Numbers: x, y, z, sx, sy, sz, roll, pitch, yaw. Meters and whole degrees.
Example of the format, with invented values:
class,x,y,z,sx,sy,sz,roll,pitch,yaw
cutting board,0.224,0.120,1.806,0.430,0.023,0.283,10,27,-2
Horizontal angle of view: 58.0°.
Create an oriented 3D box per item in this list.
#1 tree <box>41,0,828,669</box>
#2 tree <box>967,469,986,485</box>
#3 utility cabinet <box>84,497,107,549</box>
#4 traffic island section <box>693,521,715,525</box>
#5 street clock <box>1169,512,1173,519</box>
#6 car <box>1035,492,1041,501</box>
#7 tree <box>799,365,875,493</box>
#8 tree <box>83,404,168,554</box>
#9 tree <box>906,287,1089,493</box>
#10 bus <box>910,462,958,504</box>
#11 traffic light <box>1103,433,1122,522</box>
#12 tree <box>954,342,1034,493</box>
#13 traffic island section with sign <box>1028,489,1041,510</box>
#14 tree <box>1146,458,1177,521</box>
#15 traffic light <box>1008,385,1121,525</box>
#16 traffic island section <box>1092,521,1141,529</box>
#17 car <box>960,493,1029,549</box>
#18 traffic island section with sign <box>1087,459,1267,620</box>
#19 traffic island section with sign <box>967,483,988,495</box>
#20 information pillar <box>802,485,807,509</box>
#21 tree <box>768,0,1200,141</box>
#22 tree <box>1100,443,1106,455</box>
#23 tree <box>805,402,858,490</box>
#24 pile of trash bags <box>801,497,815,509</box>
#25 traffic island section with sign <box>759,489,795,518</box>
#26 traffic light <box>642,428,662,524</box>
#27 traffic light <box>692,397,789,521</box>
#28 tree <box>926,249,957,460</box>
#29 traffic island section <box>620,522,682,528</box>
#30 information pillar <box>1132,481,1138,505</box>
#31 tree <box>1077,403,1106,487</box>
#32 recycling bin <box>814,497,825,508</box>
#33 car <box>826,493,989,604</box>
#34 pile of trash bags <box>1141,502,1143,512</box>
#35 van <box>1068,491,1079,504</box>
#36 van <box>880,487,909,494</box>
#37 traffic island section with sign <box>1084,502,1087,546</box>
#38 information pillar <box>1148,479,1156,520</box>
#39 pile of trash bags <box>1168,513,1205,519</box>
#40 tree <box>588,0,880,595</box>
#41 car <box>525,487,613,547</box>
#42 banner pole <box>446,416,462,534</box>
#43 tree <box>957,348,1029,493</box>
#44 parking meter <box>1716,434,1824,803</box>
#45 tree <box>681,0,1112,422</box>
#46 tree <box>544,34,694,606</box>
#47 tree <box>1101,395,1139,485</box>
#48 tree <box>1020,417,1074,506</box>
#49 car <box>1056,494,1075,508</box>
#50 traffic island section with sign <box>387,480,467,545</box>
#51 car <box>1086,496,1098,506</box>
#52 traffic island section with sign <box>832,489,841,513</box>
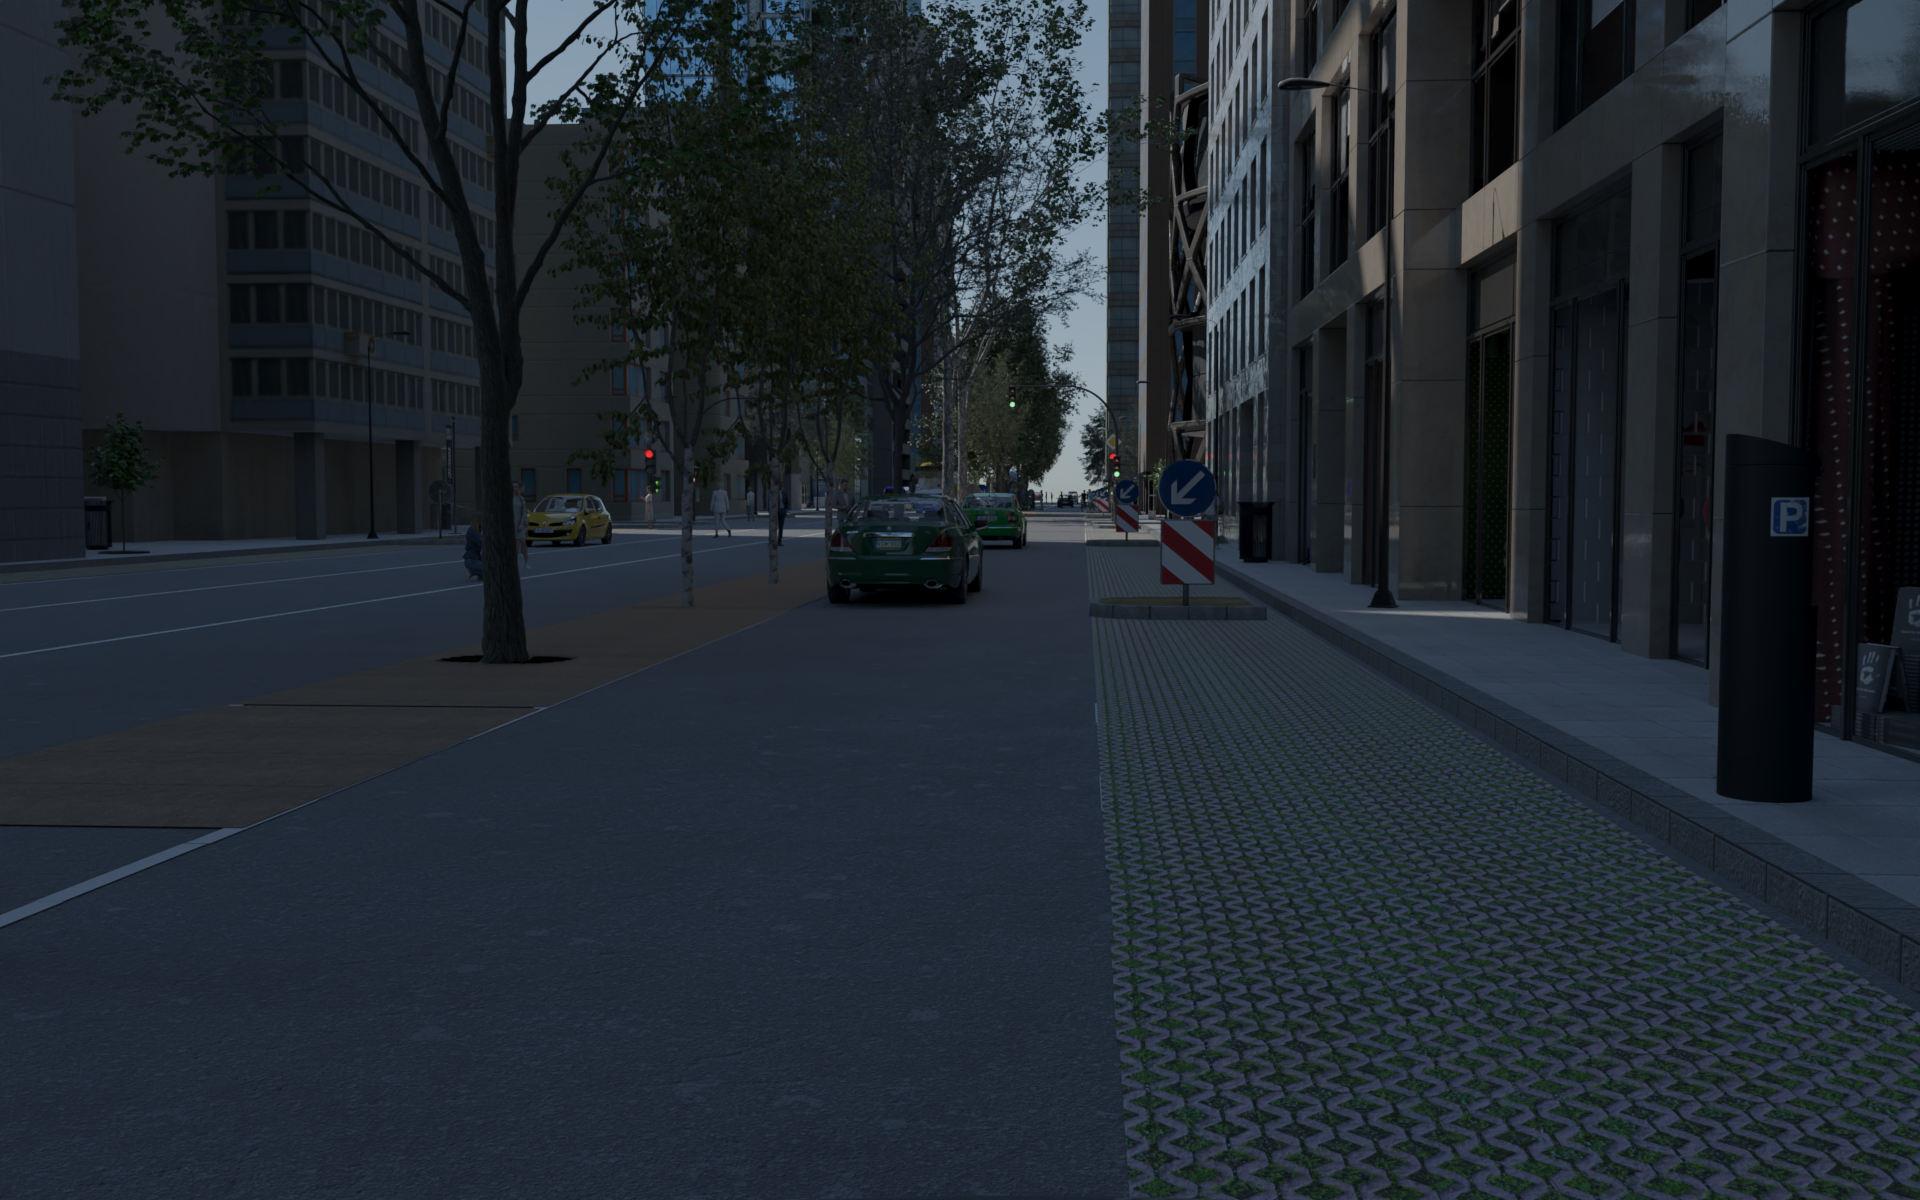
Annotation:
class,x,y,z,sx,sy,sz,roll,pitch,yaw
tree,-3.968,-5.278,14.503,9.928,11.665,9.643,0,3,0
tree,1.883,-24.276,315.038,7.486,12.596,7.792,0,3,0
utility cabinet,-20.685,-1.813,40.802,1.020,1.237,0.306,0,4,-7
traffic island section,-12.585,-3.634,81.696,2.009,0.180,2.903,0,4,4
street clock,10.727,-5.099,87.945,0.358,2.002,0.471,2,4,30
car,13.507,-18.141,305.284,2.281,1.827,5.304,0,4,5
tree,-11.278,-14.305,152.009,7.486,12.596,7.792,0,3,0
tree,-17.963,-2.618,37.403,1.663,3.219,1.824,0,3,0
tree,2.104,-10.628,93.229,9.611,12.733,9.660,0,3,0
bus,-1.699,-8.863,136.449,2.896,3.916,12.252,0,4,6
traffic light,7.067,-5.582,80.189,0.839,4.253,0.868,0,4,4
tree,1.527,-7.868,81.464,4.360,8.622,3.978,0,3,0
traffic island section with sign,6.341,-9.003,155.341,2.006,1.907,1.989,0,4,4
tree,10.652,-5.988,92.501,1.663,3.219,1.824,0,3,0
traffic light,4.410,-5.967,72.230,4.771,5.953,1.251,0,4,4
traffic island section,6.542,-3.061,72.335,2.009,0.180,2.903,0,4,4
car,0.862,-2.314,46.628,1.959,1.807,4.718,0,4,5
traffic island section with sign,2.538,-0.728,20.530,1.989,1.847,2.006,0,4,4
traffic island section with sign,1.036,-4.419,80.389,2.006,1.907,1.989,0,4,4
information pillar,-13.218,-8.706,146.832,0.304,2.012,0.304,2,4,30
tree,0.773,-11.991,54.407,12.611,20.169,13.585,0,3,0
tree,15.510,-12.911,161.458,4.737,8.622,4.395,0,3,0
tree,-10.476,-11.582,139.724,4.360,8.622,3.978,0,3,0
pile of trash bags,-14.346,-8.634,150.919,1.912,1.369,3.447,3,4,39
traffic island section with sign,-10.976,-5.852,104.308,1.989,1.847,2.006,0,4,4
traffic light,-13.111,-5.179,73.593,0.839,4.253,0.868,0,4,4
traffic light,-10.453,-6.531,81.446,4.771,5.953,1.251,0,4,4
tree,-2.476,-4.865,32.363,4.737,8.622,4.395,0,3,0
traffic island section,-13.150,-3.147,73.731,2.009,0.180,2.903,0,4,4
information pillar,9.707,-5.603,96.107,0.304,2.012,0.304,0,4,-4
tree,21.142,-20.487,241.622,9.857,13.997,8.962,0,3,0
recycling bin,-12.580,-8.707,154.913,0.722,1.027,0.722,3,5,42
car,-0.701,-0.750,24.056,2.131,1.459,4.920,0,4,5
pile of trash bags,14.285,-7.072,125.371,1.912,1.369,3.447,0,4,-7
van,16.290,-14.873,250.180,2.013,2.044,4.112,0,4,3
van,-5.362,-8.622,145.358,2.240,2.365,5.245,0,4,5
traffic island section with sign,4.476,-2.391,47.714,1.989,1.847,2.006,0,4,4
information pillar,9.512,-4.967,85.702,0.304,2.012,0.304,2,4,27
pile of trash bags,13.644,-5.524,100.074,3.447,1.369,1.912,1,4,19
tree,-2.991,-4.571,27.560,4.737,8.622,4.395,0,3,0
car,-10.991,-2.330,48.321,2.015,1.641,3.980,0,4,5
banner pole,-16.241,-3.995,55.340,0.401,3.779,0.863,0,4,7
tree,1.523,-8.153,86.115,4.737,8.622,4.395,0,3,0
parking meter,3.419,0.067,7.320,0.372,1.533,0.369,0,3,0
tree,-1.528,-7.922,42.354,12.009,13.543,11.850,0,3,0
tree,-3.485,-4.231,21.998,4.737,8.622,4.395,0,3,0
tree,12.412,-10.587,123.461,4.360,8.622,3.978,0,3,0
tree,4.843,-12.426,140.027,8.767,10.594,7.601,0,4,4
car,11.237,-10.686,184.498,2.009,1.686,4.222,0,4,4
traffic island section with sign,-14.900,-2.475,49.092,1.989,1.847,2.006,0,4,4
car,14.627,-10.860,187.778,2.015,1.641,3.980,0,4,2
traffic island section with sign,-9.063,-7.497,131.195,1.989,1.847,2.006,0,4,4
